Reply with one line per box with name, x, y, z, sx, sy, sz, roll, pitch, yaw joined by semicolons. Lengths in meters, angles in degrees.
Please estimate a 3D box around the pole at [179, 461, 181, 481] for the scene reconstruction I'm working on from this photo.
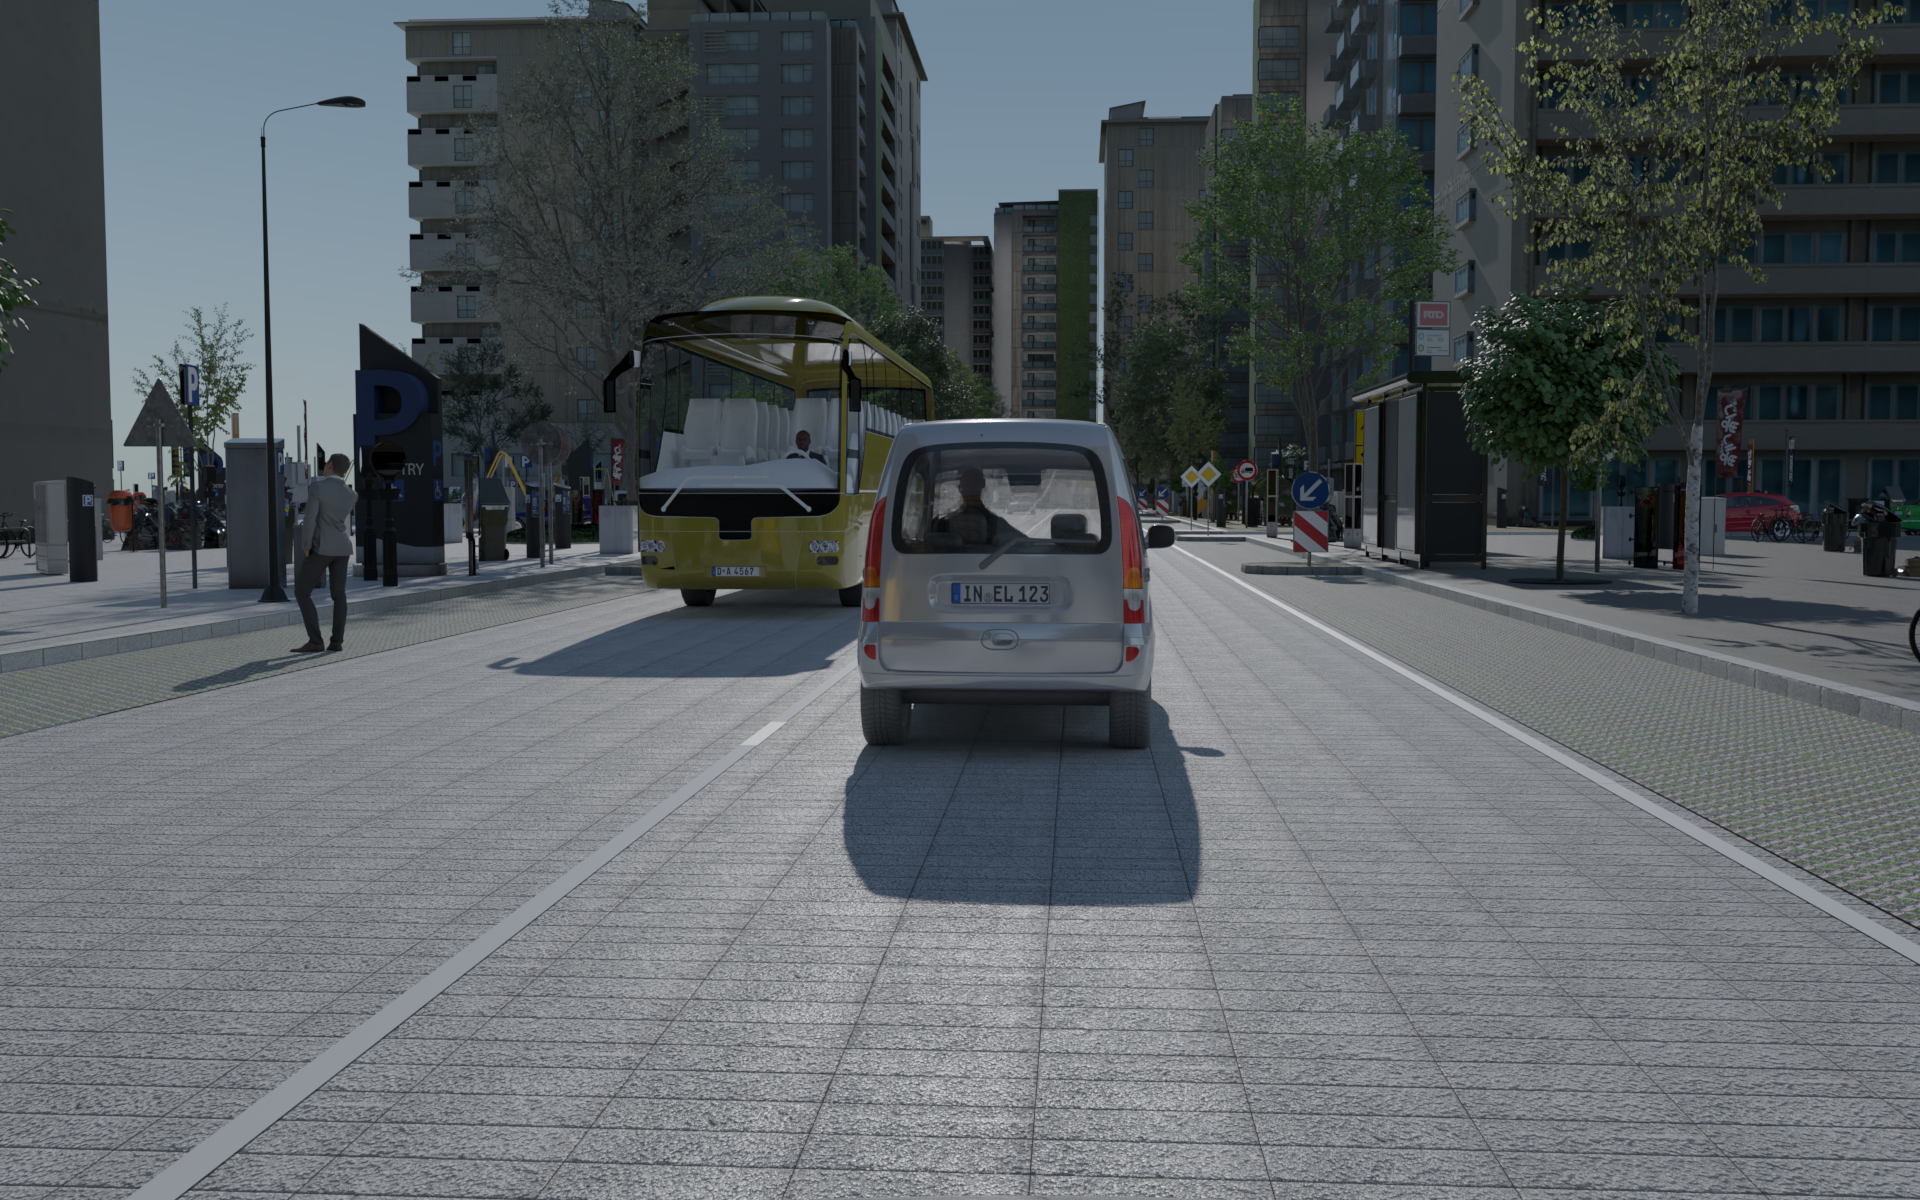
pole;-48.716;-7.002;108.319;0.158;3.312;0.155;0;3;0

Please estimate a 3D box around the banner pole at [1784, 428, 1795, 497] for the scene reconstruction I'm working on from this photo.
banner pole;31.575;-4.646;65.987;0.863;3.779;0.401;-3;4;-37

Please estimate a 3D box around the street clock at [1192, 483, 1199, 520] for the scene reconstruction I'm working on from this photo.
street clock;11.531;-4.911;84.870;0.358;2.002;0.471;1;4;15

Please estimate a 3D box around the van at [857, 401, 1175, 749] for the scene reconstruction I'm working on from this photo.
van;0.394;-0.255;11.177;2.013;2.044;4.112;0;4;5

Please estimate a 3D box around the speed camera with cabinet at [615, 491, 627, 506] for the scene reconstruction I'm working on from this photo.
speed camera with cabinet;-16.234;-5.645;86.636;2.038;3.252;0.660;-1;4;-10

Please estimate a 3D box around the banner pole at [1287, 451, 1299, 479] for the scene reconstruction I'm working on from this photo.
banner pole;19.358;-6.760;100.545;0.863;3.779;0.401;1;4;15

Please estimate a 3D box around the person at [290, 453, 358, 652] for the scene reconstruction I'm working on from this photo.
person;-5.761;-0.429;15.697;0.592;1.802;0.473;-3;5;-44

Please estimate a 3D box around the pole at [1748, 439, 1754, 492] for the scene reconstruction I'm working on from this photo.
pole;29.335;-4.308;64.283;0.158;3.312;0.155;0;3;0

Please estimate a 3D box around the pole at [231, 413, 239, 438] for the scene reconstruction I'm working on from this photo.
pole;-18.203;-3.042;43.580;0.158;3.312;0.155;0;3;0

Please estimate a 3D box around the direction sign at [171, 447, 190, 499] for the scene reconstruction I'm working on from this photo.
direction sign;-35.577;-5.332;79.172;0.876;3.537;0.379;0;4;-1

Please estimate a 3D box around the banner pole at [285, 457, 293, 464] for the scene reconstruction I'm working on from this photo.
banner pole;-39.928;-6.890;102.664;0.863;3.779;0.401;0;4;0

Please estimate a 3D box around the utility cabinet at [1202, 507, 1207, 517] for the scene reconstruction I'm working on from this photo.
utility cabinet;13.806;-5.269;94.820;1.173;1.500;0.318;-1;4;-9

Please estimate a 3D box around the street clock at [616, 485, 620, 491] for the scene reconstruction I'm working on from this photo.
street clock;-24.653;-7.318;124.223;0.358;2.002;0.471;2;4;29

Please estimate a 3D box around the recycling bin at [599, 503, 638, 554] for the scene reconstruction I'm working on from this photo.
recycling bin;-7.372;-1.520;37.403;0.722;1.027;0.722;0;4;-1

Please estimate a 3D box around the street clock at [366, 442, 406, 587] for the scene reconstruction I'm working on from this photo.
street clock;-7.928;-1.191;24.046;0.471;2.002;0.358;-2;4;-24

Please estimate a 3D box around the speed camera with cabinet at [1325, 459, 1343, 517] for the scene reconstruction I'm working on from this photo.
speed camera with cabinet;21.197;-6.344;98.066;2.038;3.252;0.660;-3;4;-37

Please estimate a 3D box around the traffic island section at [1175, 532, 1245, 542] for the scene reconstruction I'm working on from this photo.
traffic island section;7.632;-1.888;53.150;2.009;0.180;2.903;0;4;4

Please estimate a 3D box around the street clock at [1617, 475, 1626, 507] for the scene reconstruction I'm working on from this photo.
street clock;25.194;-3.756;65.982;0.358;2.002;0.471;1;4;10

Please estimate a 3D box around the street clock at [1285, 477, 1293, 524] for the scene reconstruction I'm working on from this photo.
street clock;14.101;-4.277;74.503;0.471;2.002;0.358;3;4;38

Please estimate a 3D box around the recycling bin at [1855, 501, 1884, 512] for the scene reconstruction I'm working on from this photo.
recycling bin;33.062;-3.085;62.987;0.722;1.027;0.722;-2;4;-33

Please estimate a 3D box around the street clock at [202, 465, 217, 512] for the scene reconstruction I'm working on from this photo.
street clock;-18.913;-2.391;43.670;0.358;2.002;0.471;-3;4;-38

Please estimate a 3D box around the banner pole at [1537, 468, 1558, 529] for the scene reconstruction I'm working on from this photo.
banner pole;21.630;-4.511;63.769;0.401;3.779;0.863;-3;5;-44

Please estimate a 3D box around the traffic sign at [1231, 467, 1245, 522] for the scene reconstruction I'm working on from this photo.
traffic sign;12.838;-4.870;79.727;0.768;2.556;0.104;0;4;7

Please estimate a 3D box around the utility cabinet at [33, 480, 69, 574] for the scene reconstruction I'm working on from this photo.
utility cabinet;-14.577;-1.166;27.739;0.318;1.500;1.173;-3;4;-36

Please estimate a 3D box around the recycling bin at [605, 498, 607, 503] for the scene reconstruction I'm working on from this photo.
recycling bin;-23.106;-6.020;110.975;0.722;1.027;0.722;2;4;31

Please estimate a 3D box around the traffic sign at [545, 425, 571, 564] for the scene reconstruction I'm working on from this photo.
traffic sign;-7.476;-1.926;31.598;0.768;2.556;0.104;0;4;4

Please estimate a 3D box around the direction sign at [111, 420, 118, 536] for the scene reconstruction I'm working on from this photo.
direction sign;-26.081;-3.736;53.076;0.379;3.537;0.876;-3;5;-43

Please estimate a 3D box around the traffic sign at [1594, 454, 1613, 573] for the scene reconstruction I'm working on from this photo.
traffic sign;10.427;-1.722;28.267;0.768;2.556;0.104;0;4;7

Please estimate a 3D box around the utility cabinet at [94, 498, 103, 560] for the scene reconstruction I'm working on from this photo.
utility cabinet;-16.973;-1.394;33.956;0.306;1.237;1.020;-2;4;-27

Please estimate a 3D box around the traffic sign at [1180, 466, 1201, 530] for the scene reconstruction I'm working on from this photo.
traffic sign;8.156;-3.511;61.040;0.795;2.450;0.064;0;4;4

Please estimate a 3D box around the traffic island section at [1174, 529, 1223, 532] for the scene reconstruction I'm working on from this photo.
traffic island section;8.180;-2.375;61.116;2.009;0.180;2.903;0;4;4

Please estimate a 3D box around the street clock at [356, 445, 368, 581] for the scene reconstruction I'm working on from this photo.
street clock;-8.738;-1.287;25.615;0.358;2.002;0.471;-2;4;-24

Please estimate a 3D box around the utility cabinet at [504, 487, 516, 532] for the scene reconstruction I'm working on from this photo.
utility cabinet;-14.672;-2.819;54.772;1.173;1.500;0.318;1;4;9

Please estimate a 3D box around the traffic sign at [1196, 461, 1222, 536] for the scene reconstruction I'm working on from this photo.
traffic sign;7.608;-3.023;53.074;0.795;2.450;0.064;0;4;4

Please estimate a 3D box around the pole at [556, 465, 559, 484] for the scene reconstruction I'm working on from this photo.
pole;-26.512;-7.361;114.189;0.158;3.312;0.155;0;3;0

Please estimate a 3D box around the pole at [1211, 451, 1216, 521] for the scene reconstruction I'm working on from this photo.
pole;11.881;-5.344;81.222;0.158;3.312;0.155;0;3;0

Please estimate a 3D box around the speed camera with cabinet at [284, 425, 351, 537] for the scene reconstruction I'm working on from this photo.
speed camera with cabinet;-18.836;-3.440;50.587;0.660;3.252;2.038;2;4;30

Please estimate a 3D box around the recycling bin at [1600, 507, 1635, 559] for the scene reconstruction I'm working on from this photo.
recycling bin;13.188;-1.353;34.678;0.722;1.027;0.722;1;4;9

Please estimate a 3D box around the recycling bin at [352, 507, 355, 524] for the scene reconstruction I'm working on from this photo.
recycling bin;-26.204;-3.795;74.602;0.722;1.027;0.722;2;4;28

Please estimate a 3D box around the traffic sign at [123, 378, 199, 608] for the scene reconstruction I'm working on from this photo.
traffic sign;-8.992;-1.191;19.484;0.884;2.594;0.081;0;4;6

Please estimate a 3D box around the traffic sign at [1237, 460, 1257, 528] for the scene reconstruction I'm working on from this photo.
traffic sign;10.737;-3.959;64.837;0.768;2.556;0.104;0;4;4

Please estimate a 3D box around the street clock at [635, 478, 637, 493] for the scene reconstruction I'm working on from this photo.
street clock;-13.301;-4.132;72.133;0.471;2.002;0.358;0;4;-1

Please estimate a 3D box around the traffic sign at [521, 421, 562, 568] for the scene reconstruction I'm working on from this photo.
traffic sign;-7.287;-1.838;30.157;0.768;2.556;0.104;1;4;12

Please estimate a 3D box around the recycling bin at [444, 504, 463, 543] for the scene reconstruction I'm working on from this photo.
recycling bin;-13.572;-2.025;45.662;0.722;1.027;0.722;-2;4;-33

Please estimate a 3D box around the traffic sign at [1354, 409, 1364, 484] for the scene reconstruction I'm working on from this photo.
traffic sign;10.569;-2.907;41.409;2.265;3.308;0.079;0;4;8

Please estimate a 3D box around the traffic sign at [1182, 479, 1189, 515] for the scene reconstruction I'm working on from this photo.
traffic sign;12.702;-5.785;96.717;0.606;2.300;0.079;1;4;14

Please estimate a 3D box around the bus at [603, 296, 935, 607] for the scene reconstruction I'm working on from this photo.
bus;-2.123;-2.065;25.305;2.896;3.916;12.252;0;4;4

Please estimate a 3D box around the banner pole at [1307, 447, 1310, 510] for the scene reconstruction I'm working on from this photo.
banner pole;16.803;-5.704;83.278;0.401;3.779;0.863;0;4;3
